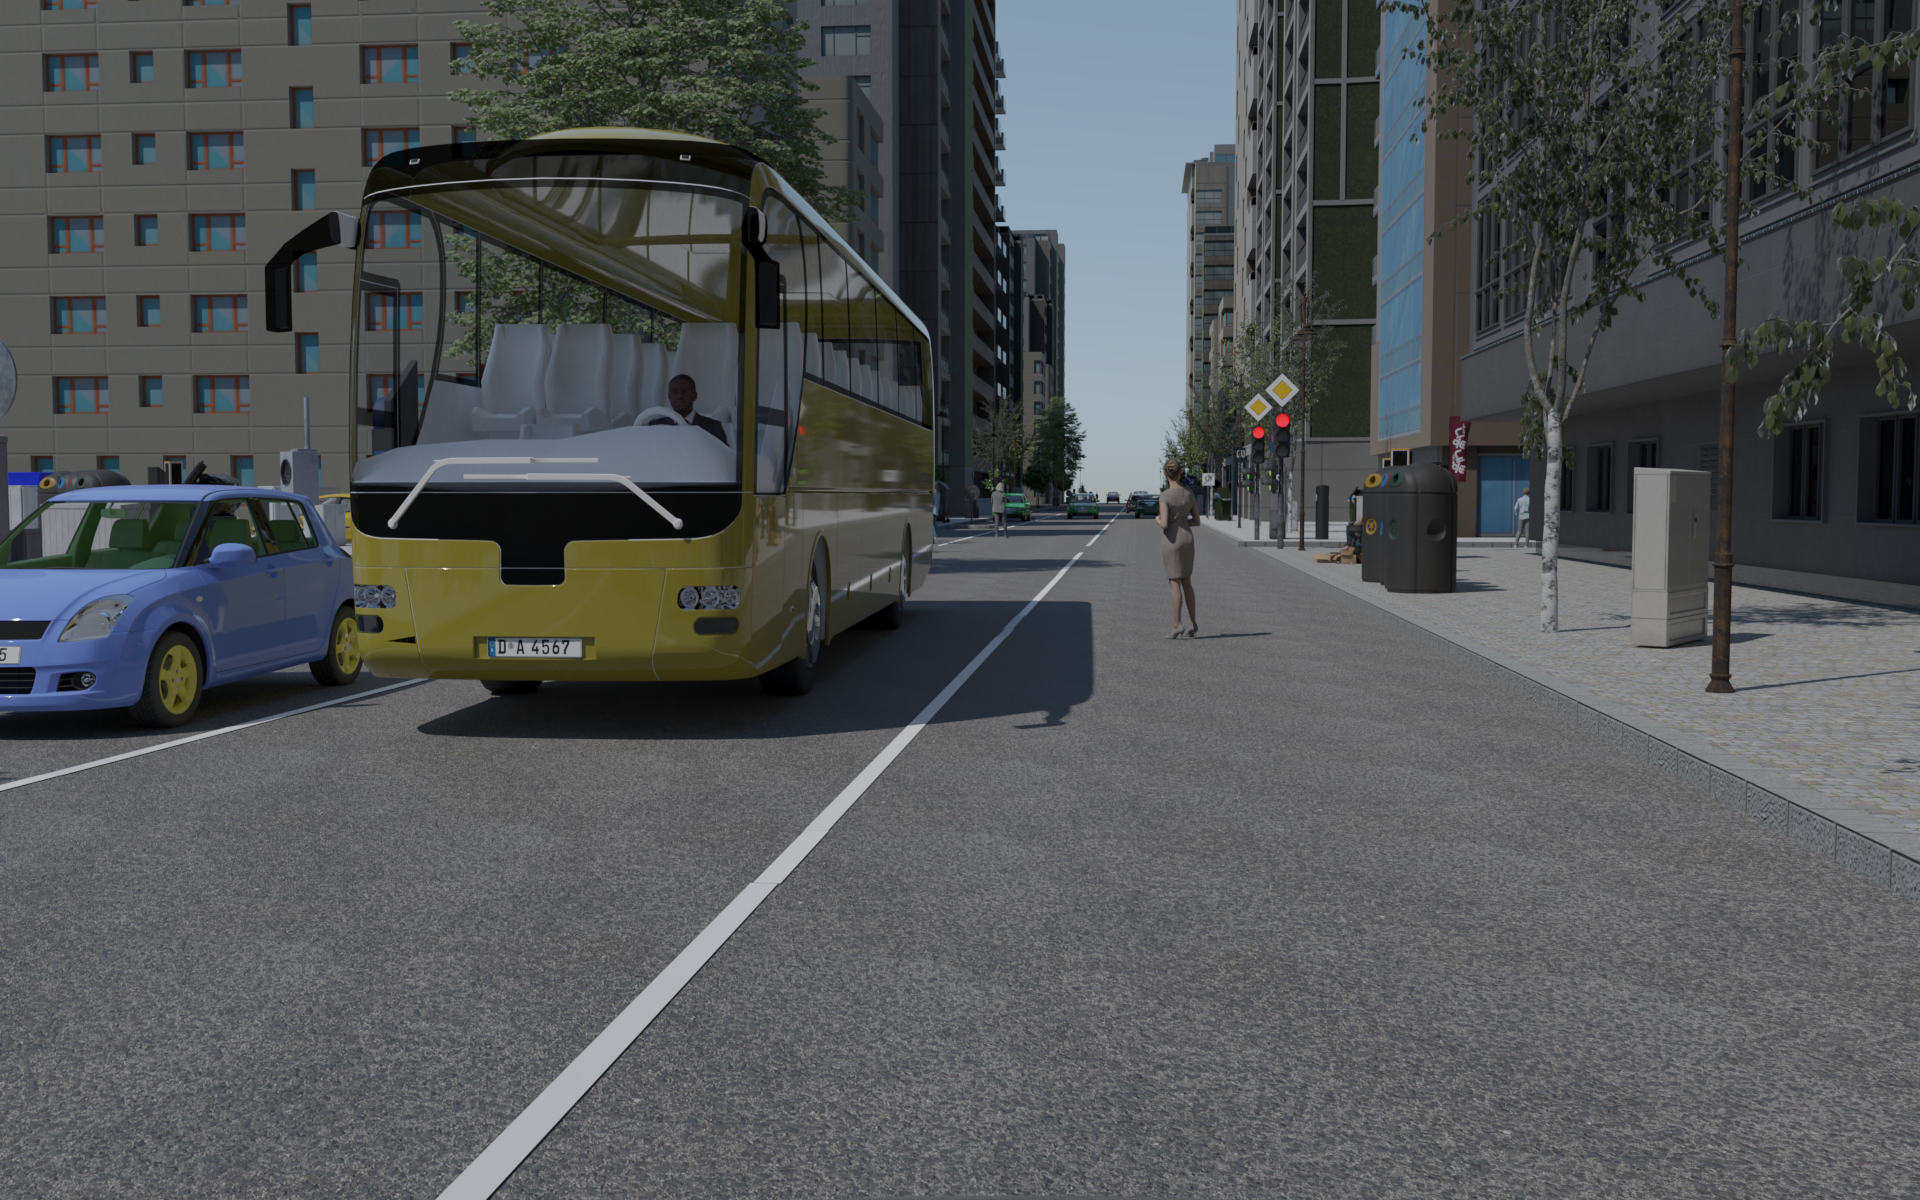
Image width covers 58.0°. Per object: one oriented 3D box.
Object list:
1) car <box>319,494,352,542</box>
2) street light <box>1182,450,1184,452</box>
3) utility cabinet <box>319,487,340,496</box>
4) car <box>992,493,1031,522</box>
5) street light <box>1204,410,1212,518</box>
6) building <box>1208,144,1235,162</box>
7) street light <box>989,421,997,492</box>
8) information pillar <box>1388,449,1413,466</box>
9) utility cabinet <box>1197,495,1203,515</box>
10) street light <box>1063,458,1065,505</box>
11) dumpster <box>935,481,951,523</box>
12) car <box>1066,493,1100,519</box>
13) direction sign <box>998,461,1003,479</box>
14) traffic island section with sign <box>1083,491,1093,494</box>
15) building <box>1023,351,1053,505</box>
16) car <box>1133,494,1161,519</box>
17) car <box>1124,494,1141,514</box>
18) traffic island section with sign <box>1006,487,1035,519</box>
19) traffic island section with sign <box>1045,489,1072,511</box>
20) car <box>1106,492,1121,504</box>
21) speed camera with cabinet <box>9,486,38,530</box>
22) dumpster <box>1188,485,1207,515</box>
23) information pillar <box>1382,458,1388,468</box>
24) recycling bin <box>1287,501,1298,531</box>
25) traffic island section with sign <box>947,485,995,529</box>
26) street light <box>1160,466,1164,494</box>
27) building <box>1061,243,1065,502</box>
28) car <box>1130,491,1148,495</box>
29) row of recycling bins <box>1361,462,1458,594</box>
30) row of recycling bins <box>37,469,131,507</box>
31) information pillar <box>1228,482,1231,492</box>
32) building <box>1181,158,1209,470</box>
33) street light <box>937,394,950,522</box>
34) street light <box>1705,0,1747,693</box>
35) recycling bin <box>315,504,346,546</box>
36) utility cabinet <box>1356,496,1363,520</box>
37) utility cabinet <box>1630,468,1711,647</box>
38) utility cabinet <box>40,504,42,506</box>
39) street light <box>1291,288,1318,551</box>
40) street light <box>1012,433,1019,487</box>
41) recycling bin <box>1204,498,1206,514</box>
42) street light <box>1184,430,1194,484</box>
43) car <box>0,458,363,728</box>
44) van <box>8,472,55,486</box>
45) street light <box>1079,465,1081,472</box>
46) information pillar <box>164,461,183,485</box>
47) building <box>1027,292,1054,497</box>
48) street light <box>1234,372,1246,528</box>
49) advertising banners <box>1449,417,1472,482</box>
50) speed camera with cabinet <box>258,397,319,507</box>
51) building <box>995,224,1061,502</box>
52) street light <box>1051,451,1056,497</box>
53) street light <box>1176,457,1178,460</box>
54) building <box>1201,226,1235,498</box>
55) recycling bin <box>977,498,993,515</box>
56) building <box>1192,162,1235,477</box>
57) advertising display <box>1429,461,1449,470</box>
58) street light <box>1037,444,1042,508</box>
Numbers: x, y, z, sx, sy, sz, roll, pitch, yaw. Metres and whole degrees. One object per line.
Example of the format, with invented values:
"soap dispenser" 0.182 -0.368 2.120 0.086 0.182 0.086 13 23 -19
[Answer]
"car" -16.782 -2.199 46.184 3.980 1.641 2.015 0 4 4
"street light" 18.343 -10.312 141.386 0.468 5.910 1.993 0 4 6
"utility cabinet" -18.871 -2.586 50.967 1.173 1.500 0.318 -3 5 -41
"car" 2.734 -5.054 91.430 1.959 1.807 4.718 0 4 7
"street light" 13.408 -7.398 93.742 0.468 5.910 1.993 0 4 6
"building" 43.700 -37.768 237.110 23.786 49.044 30.456 0 4 6
"street light" 2.099 -8.226 107.277 0.468 5.910 1.993 0 4 6
"information pillar" 7.156 -1.444 28.105 0.304 2.012 0.304 2 4 25
"utility cabinet" 14.780 -5.840 106.651 0.306 1.237 1.020 1 4 14
"street light" 12.527 -14.448 209.006 0.468 5.910 1.993 0 4 6
"dumpster" -1.110 -4.318 76.360 1.264 1.857 1.865 0 4 6
"car" 7.052 -5.534 99.275 1.959 1.807 4.718 0 4 5
"direction sign" 2.749 -7.728 118.343 0.379 3.537 0.876 1 4 22
"traffic island section with sign" 19.528 -15.230 257.642 1.989 1.847 2.006 0 4 6
"building" -2.339 -23.336 226.575 27.650 21.520 28.899 0 4 6
"car" 11.323 -5.567 102.810 2.131 1.459 4.920 0 4 7
"car" 13.137 -7.228 127.963 2.009 1.686 4.222 0 4 6
"traffic island section with sign" 3.264 -5.530 99.043 1.989 1.847 2.006 0 4 6
"traffic island section with sign" 8.334 -8.557 148.536 1.989 1.847 2.006 0 4 6
"car" 23.385 -15.649 264.528 2.281 1.827 5.304 0 4 5
"speed camera with cabinet" -18.976 -2.402 33.601 2.038 3.252 0.660 0 4 5
"dumpster" 14.834 -6.292 108.627 1.264 1.857 1.865 0 4 6
"information pillar" 8.823 -1.895 35.480 0.304 2.012 0.304 2 4 26
"recycling bin" 11.312 -2.902 60.000 0.722 1.027 0.722 0 4 4
"traffic island section with sign" 0.527 -3.890 72.227 1.989 1.847 2.006 0 4 6
"street light" 32.508 -18.848 280.955 0.468 5.910 1.993 0 4 6
"building" 9.392 -36.201 275.472 14.154 41.232 14.086 0 4 6
"car" 19.996 -11.198 191.752 2.281 1.827 5.304 0 4 5
"row of recycling bins" 6.219 -1.029 23.932 1.069 1.692 3.534 0 4 7
"row of recycling bins" -15.199 -1.409 30.152 1.069 1.692 3.534 -3 5 -39
"information pillar" 16.343 -6.135 104.799 0.304 2.012 0.304 0 4 8
"building" 48.557 -41.367 265.595 28.713 52.752 27.495 0 4 6
"street light" -0.774 -6.511 79.238 0.468 5.910 1.993 0 4 6
"street light" 4.928 -2.340 11.050 0.468 5.910 1.993 0 4 6
"recycling bin" -15.659 -1.843 42.686 0.722 1.027 0.722 2 4 26
"utility cabinet" 12.337 -2.502 52.076 0.306 1.237 1.020 -1 4 -22
"utility cabinet" 6.090 -0.374 14.791 0.318 1.500 1.173 3 4 39
"utility cabinet" -7.301 -0.213 14.640 1.020 1.237 0.306 2 4 27
"street light" 7.749 -4.055 39.095 0.468 5.910 1.993 0 4 6
"street light" 3.990 -9.366 125.916 0.468 5.910 1.993 0 4 6
"recycling bin" 15.592 -6.110 112.452 0.722 1.027 0.722 -1 4 -11
"street light" 16.263 -9.141 122.246 0.468 5.910 1.993 0 4 6
"car" -5.518 -0.134 11.775 1.945 1.707 3.694 0 4 5
"van" -27.549 -2.705 48.605 5.245 2.365 2.240 0 4 7
"street light" 18.426 -17.900 265.449 0.468 5.910 1.993 0 4 6
"information pillar" -17.778 -2.124 39.215 0.304 2.012 0.304 -3 5 -45
"building" 6.025 -29.085 247.243 14.160 30.474 14.107 0 4 6
"street light" 10.572 -5.661 65.348 0.468 5.910 1.993 0 4 6
"advertising banners" 10.448 -2.610 38.861 2.074 3.025 0.090 0 4 0
"speed camera with cabinet" -13.975 -2.545 35.939 0.660 3.252 2.038 -3 5 -42
"building" 7.399 -35.320 261.072 14.154 41.232 14.086 0 4 6
"street light" 9.925 -12.855 182.970 0.468 5.910 1.993 0 4 6
"street light" 21.155 -12.058 169.931 0.468 5.910 1.993 0 4 6
"building" 33.183 -25.440 187.652 14.160 30.474 14.107 0 4 6
"recycling bin" 1.492 -5.631 104.629 0.722 1.027 0.722 3 4 36
"building" 36.041 -32.522 215.323 14.154 41.232 14.086 0 4 6
"advertising display" 9.547 -1.804 34.710 0.123 1.923 0.974 0 4 -4
"street light" 7.048 -11.140 154.931 0.468 5.910 1.993 0 4 6
